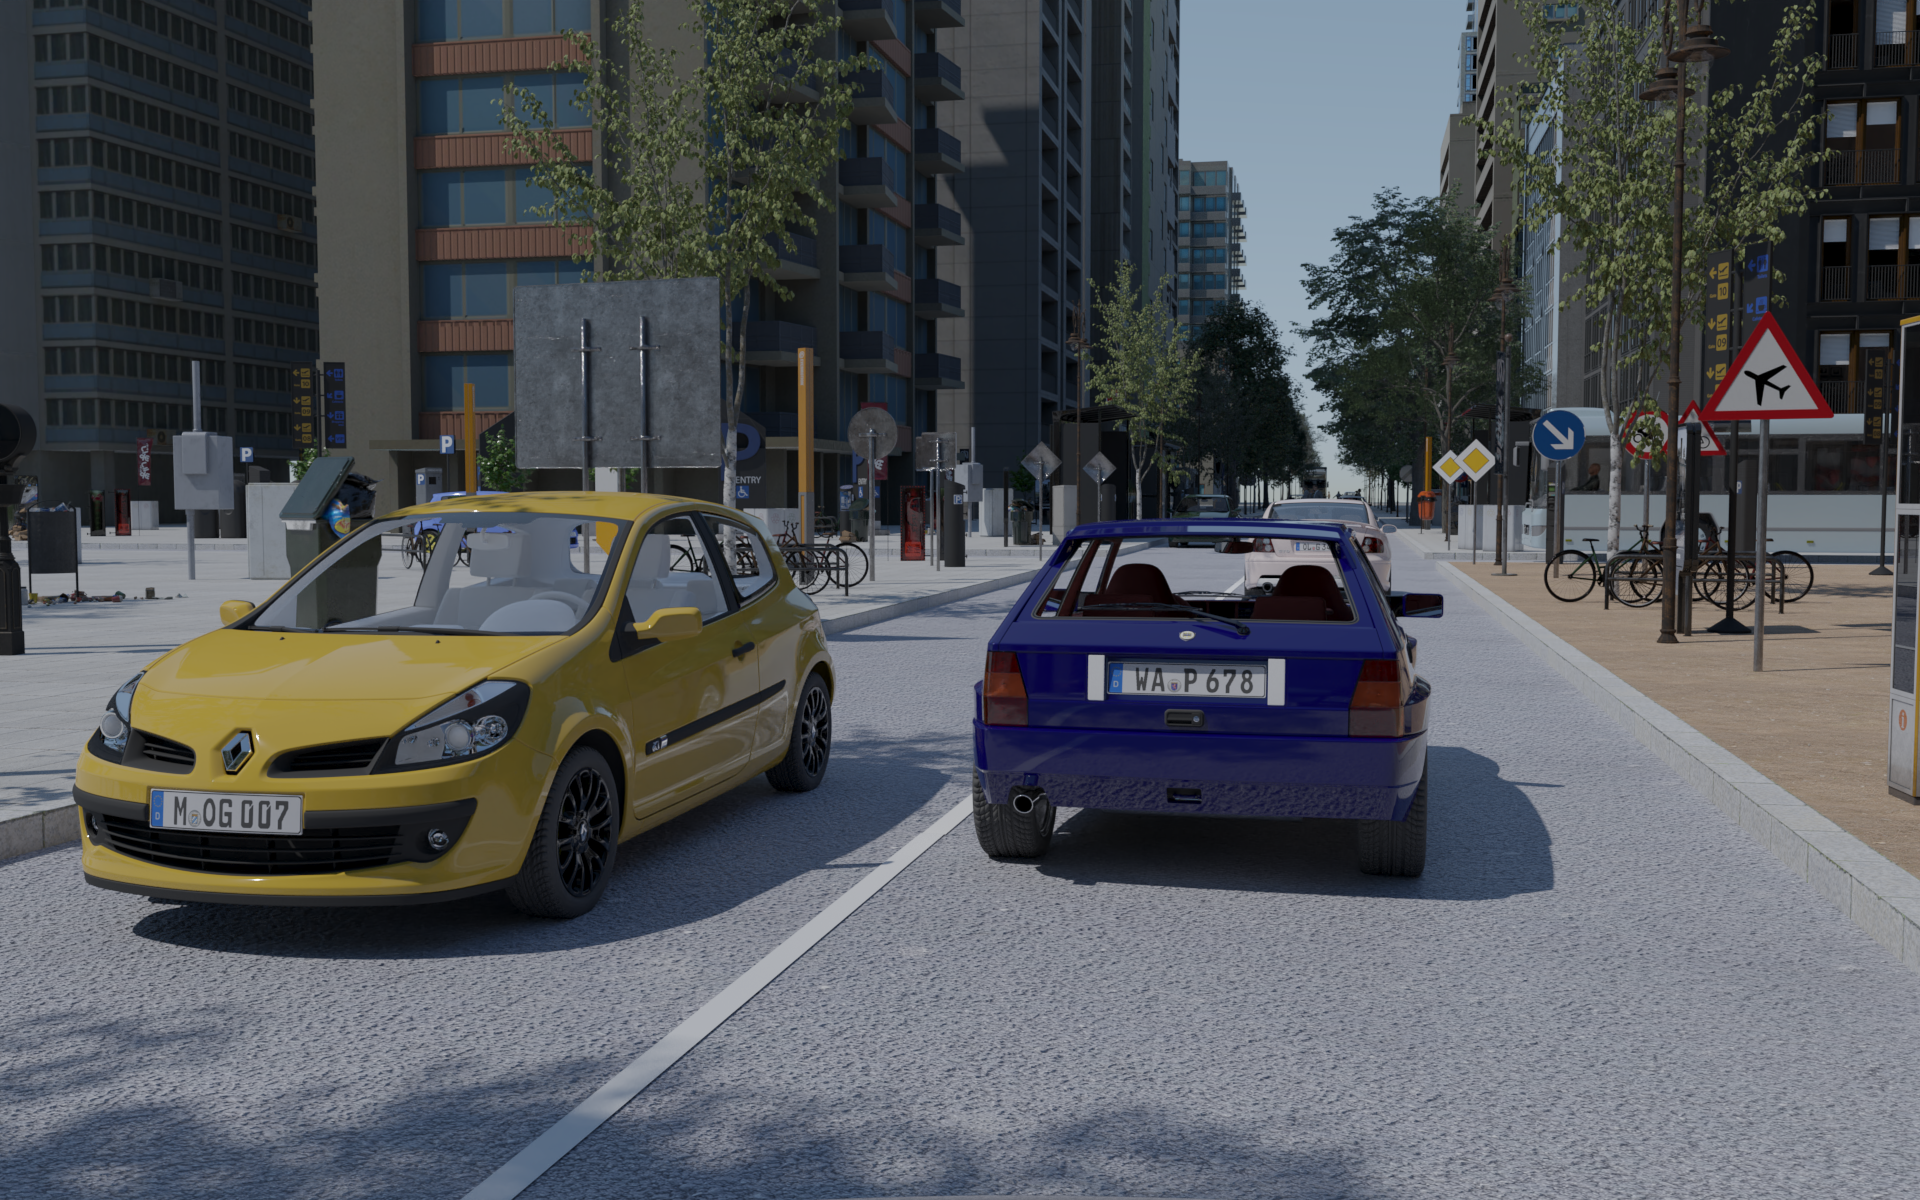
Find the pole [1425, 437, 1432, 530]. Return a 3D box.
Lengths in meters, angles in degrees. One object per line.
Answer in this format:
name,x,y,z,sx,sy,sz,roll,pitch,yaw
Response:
pole,16.759,-4.167,61.978,0.158,3.312,0.155,0,3,0

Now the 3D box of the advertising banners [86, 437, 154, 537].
advertising banners,-25.657,-3.473,52.964,0.090,3.025,2.074,3,5,41

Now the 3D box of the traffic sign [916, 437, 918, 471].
traffic sign,-0.500,-1.760,30.903,0.606,2.300,0.079,1,4,13

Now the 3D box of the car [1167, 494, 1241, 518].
car,6.719,-2.300,47.393,2.009,1.686,4.222,1,4,14

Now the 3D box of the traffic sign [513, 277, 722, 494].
traffic sign,-3.317,-1.392,16.628,2.265,3.308,0.079,1,4,20

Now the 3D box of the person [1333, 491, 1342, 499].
person,37.527,-9.935,171.671,1.217,1.736,0.721,1,4,14

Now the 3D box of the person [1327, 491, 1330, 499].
person,51.407,-14.252,241.532,0.705,1.823,1.348,-1,4,-9

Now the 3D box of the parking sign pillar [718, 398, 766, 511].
parking sign pillar,-5.987,-3.618,47.629,1.447,3.967,1.447,0,4,-6

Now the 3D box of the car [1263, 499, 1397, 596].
car,4.868,-0.680,23.488,2.083,1.381,4.827,1,4,12

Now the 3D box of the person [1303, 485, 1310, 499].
person,14.933,-4.049,74.819,0.853,1.813,0.709,1,4,16

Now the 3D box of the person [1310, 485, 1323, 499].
person,14.495,-3.780,70.491,0.473,1.802,0.592,0,4,-5

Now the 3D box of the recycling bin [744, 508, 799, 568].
recycling bin,-3.269,-1.071,30.063,0.722,1.027,0.722,-3,5,-43

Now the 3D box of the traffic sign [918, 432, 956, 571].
traffic sign,-0.359,-1.626,28.720,0.606,2.300,0.079,1,4,20

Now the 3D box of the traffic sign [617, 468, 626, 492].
traffic sign,-3.347,-1.041,17.129,0.768,2.556,0.104,1,4,21

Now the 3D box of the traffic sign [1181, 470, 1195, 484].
traffic sign,11.893,-5.522,90.394,0.768,2.556,0.104,1,4,14

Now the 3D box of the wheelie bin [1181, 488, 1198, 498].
wheelie bin,11.123,-4.637,83.723,0.980,1.594,0.693,1,4,12

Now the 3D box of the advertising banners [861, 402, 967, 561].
advertising banners,-0.874,-2.257,33.090,2.074,3.025,0.090,-1,4,-14

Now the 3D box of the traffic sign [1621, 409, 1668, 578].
traffic sign,10.100,-1.551,25.469,0.768,2.556,0.104,1,4,18

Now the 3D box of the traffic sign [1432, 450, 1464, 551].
traffic sign,11.092,-2.177,39.239,0.795,2.450,0.064,1,4,13

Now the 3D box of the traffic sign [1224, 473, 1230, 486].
traffic sign,16.555,-6.493,106.259,0.768,2.556,0.104,1,4,16

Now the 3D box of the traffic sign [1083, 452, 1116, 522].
traffic sign,3.293,-2.285,40.995,0.795,2.450,0.064,1,4,13

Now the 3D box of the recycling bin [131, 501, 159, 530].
recycling bin,-29.119,-3.016,61.871,0.722,1.027,0.722,0,4,-6

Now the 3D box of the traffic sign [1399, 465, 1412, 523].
traffic sign,19.539,-4.614,75.541,0.768,2.556,0.104,1,4,18

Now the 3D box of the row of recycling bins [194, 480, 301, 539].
row of recycling bins,-20.544,-2.640,50.277,3.534,1.692,1.069,0,4,-4

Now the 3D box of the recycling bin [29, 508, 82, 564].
recycling bin,-16.601,-1.176,31.785,0.722,1.027,0.722,-3,5,-40

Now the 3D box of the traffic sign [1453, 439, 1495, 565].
traffic sign,9.351,-1.700,31.445,0.795,2.450,0.064,1,4,13

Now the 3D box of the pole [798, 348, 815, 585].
pole,-2.159,-1.863,24.311,0.158,3.312,0.155,0,3,0

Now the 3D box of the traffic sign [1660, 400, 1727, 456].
traffic sign,10.134,-1.469,24.017,0.884,2.594,0.081,1,4,21

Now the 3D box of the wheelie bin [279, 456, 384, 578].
wheelie bin,-5.314,-0.415,14.701,0.980,1.594,0.693,3,5,42

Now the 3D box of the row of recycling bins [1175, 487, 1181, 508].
row of recycling bins,8.924,-4.229,76.260,1.069,1.692,3.534,1,4,22

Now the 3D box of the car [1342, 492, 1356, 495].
car,57.235,-15.026,254.345,2.281,1.827,5.304,1,4,11

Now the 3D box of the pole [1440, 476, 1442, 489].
pole,29.087,-6.776,104.637,0.158,3.312,0.155,0,3,0

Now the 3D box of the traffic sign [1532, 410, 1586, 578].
traffic sign,9.085,-1.603,26.320,0.768,2.556,0.104,1,4,22

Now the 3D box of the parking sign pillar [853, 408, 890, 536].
parking sign pillar,-2.894,-3.990,53.716,1.447,3.967,1.447,-2,4,-24

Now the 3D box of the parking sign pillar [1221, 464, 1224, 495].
parking sign pillar,16.563,-7.466,110.533,1.447,3.967,1.447,1,4,14

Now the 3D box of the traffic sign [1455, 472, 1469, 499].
traffic sign,22.152,-4.689,76.774,0.768,2.556,0.104,1,4,19

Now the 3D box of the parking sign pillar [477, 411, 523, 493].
parking sign pillar,-14.106,-3.954,53.121,1.447,3.967,1.447,-2,4,-27

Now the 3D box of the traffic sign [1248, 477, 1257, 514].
traffic sign,18.636,-6.788,111.092,0.768,2.556,0.104,1,4,16

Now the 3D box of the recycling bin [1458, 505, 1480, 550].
recycling bin,12.017,-1.683,40.066,0.722,1.027,0.722,-1,4,-14

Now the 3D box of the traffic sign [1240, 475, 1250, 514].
traffic sign,18.146,-6.750,110.463,0.768,2.556,0.104,1,4,13

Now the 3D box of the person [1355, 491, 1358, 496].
person,32.288,-8.027,140.571,0.721,1.723,1.217,2,4,34

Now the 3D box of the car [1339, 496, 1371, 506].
car,18.579,-4.265,82.313,1.945,1.354,3.894,1,4,11

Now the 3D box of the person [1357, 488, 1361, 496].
person,27.452,-6.753,118.918,0.705,1.823,1.348,1,4,18

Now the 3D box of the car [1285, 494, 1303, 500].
car,26.318,-7.521,134.973,2.014,1.417,4.499,1,4,14

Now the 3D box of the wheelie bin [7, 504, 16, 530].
wheelie bin,-33.341,-3.267,61.326,0.980,1.594,0.693,3,5,40

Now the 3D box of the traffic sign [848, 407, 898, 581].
traffic sign,-1.294,-1.550,25.443,0.768,2.556,0.104,1,4,14

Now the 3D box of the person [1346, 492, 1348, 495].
person,54.611,-14.406,244.868,0.721,1.723,1.217,0,4,1

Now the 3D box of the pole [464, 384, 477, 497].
pole,-9.057,-2.338,32.073,0.158,3.312,0.155,0,3,0

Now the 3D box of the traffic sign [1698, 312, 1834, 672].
traffic sign,5.766,-0.761,12.440,0.884,2.594,0.081,1,4,22

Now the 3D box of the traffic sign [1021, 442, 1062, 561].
traffic sign,1.552,-1.808,33.202,0.795,2.450,0.064,1,4,13

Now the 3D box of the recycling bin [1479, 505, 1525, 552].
recycling bin,12.154,-1.601,38.725,0.722,1.027,0.722,2,4,35

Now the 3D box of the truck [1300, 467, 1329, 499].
truck,36.902,-11.699,180.189,2.839,4.237,11.283,1,4,12

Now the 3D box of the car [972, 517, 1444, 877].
car,1.234,0.282,7.973,1.945,1.354,3.894,1,4,13

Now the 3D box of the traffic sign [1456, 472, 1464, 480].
traffic sign,18.140,-3.891,63.730,0.768,2.556,0.104,1,4,22
